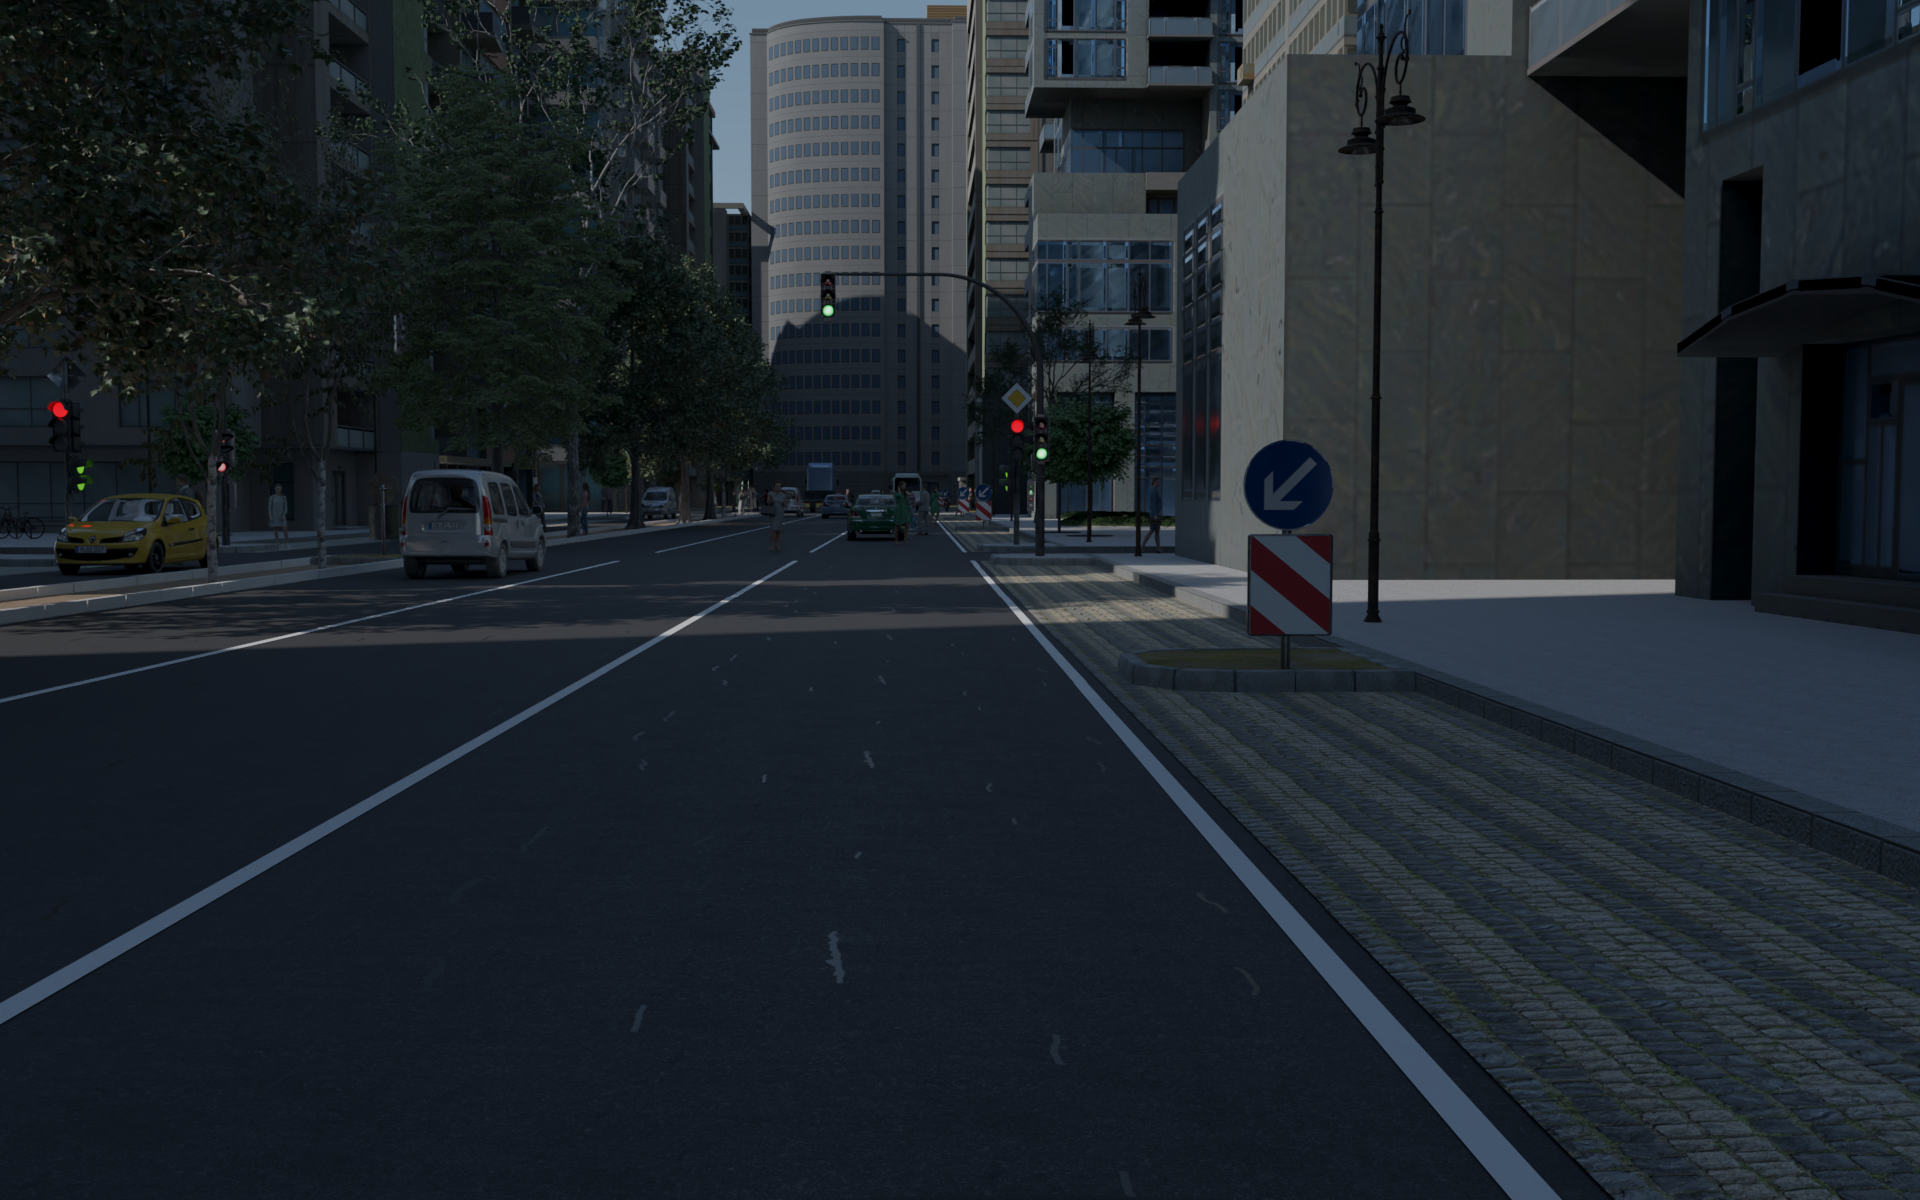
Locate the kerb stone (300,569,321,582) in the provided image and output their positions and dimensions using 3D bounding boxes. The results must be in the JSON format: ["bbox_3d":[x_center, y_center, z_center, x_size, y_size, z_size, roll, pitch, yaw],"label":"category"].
[{"bbox_3d":[-10.859,-0.397,28.684,0.120,0.150,1.000,0,4,-2],"label":"kerb stone"}]

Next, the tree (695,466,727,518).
[{"bbox_3d":[-13.541,-8.924,98.722,4.360,8.622,3.978,0,3,0],"label":"tree"}]

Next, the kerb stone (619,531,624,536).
[{"bbox_3d":[-11.662,-2.245,58.906,0.120,0.150,1.000,0,4,-2],"label":"kerb stone"}]

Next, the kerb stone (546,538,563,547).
[{"bbox_3d":[-11.384,-1.617,48.658,0.120,0.150,1.000,0,4,-2],"label":"kerb stone"}]

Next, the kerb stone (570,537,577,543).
[{"bbox_3d":[-11.442,-1.737,50.706,0.120,0.150,1.000,0,4,-2],"label":"kerb stone"}]

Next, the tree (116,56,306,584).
[{"bbox_3d":[-11.766,-4.549,27.203,4.360,8.622,3.978,0,3,0],"label":"tree"}]

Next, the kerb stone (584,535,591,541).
[{"bbox_3d":[-11.482,-1.869,52.760,0.120,0.150,1.000,0,4,-2],"label":"kerb stone"}]

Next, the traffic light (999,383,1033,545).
[{"bbox_3d":[1.413,-3.353,43.749,0.839,4.253,0.868,0,4,-2],"label":"traffic light"}]

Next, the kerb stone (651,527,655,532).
[{"bbox_3d":[-11.857,-2.681,66.087,0.120,0.150,1.000,0,4,-2],"label":"kerb stone"}]

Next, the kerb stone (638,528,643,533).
[{"bbox_3d":[-11.778,-2.492,63.005,0.120,0.150,1.000,0,4,-2],"label":"kerb stone"}]

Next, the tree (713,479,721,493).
[{"bbox_3d":[-24.662,-10.826,171.608,1.663,3.219,1.824,0,3,0],"label":"tree"}]

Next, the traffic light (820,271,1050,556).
[{"bbox_3d":[-0.461,-3.725,35.569,4.771,5.953,1.251,0,4,-2],"label":"traffic light"}]

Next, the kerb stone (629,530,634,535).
[{"bbox_3d":[-11.715,-2.370,60.949,0.120,0.150,1.000,0,4,-2],"label":"kerb stone"}]

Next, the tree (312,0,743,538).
[{"bbox_3d":[-13.775,-12.116,56.435,12.611,20.169,13.585,0,3,0],"label":"tree"}]

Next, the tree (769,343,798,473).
[{"bbox_3d":[-12.902,-9.882,81.037,9.611,12.733,9.660,0,3,0],"label":"tree"}]

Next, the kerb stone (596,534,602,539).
[{"bbox_3d":[-11.555,-1.992,54.807,0.120,0.150,1.000,0,4,-2],"label":"kerb stone"}]

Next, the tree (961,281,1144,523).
[{"bbox_3d":[3.608,-8.664,76.072,8.767,10.594,7.601,-3,5,-42],"label":"tree"}]

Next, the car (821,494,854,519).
[{"bbox_3d":[-7.217,-5.519,102.233,2.014,1.417,4.499,0,4,0],"label":"car"}]

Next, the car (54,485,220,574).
[{"bbox_3d":[-15.336,-1.352,32.329,2.015,1.641,3.980,0,4,-2],"label":"car"}]

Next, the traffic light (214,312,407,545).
[{"bbox_3d":[-16.252,-4.197,43.294,4.771,5.953,1.251,0,4,-2],"label":"traffic light"}]

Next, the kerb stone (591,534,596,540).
[{"bbox_3d":[-11.525,-1.929,53.782,0.120,0.150,1.000,0,4,-2],"label":"kerb stone"}]

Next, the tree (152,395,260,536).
[{"bbox_3d":[-23.181,-4.250,53.207,4.285,4.588,4.351,0,3,0],"label":"tree"}]

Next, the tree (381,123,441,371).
[{"bbox_3d":[-11.688,-4.822,31.658,4.360,8.622,3.978,0,3,0],"label":"tree"}]

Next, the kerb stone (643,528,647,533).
[{"bbox_3d":[-11.800,-2.559,64.035,0.120,0.150,1.000,0,4,-2],"label":"kerb stone"}]

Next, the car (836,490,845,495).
[{"bbox_3d":[-13.336,-10.800,185.257,2.281,1.827,5.304,0,4,-3],"label":"car"}]

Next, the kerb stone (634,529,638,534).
[{"bbox_3d":[-11.739,-2.433,61.971,0.120,0.150,1.000,0,4,-2],"label":"kerb stone"}]

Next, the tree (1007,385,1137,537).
[{"bbox_3d":[3.919,-4.206,52.483,4.285,4.588,4.351,0,3,0],"label":"tree"}]

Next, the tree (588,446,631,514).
[{"bbox_3d":[-22.398,-7.798,111.204,4.285,4.588,4.351,0,3,0],"label":"tree"}]

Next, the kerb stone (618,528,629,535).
[{"bbox_3d":[-11.692,-2.308,59.927,0.120,0.150,1.000,0,4,-2],"label":"kerb stone"}]

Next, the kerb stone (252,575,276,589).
[{"bbox_3d":[-10.798,-0.272,26.635,0.120,0.150,1.000,0,4,-2],"label":"kerb stone"}]

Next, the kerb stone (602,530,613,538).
[{"bbox_3d":[-11.614,-2.120,56.857,0.120,0.150,1.000,0,4,-2],"label":"kerb stone"}]

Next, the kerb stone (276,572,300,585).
[{"bbox_3d":[-10.822,-0.333,27.657,0.120,0.150,1.000,0,4,-2],"label":"kerb stone"}]

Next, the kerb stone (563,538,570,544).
[{"bbox_3d":[-11.415,-1.681,49.683,0.120,0.150,1.000,0,4,-2],"label":"kerb stone"}]

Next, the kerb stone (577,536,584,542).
[{"bbox_3d":[-11.476,-1.801,51.731,0.120,0.150,1.000,0,4,-2],"label":"kerb stone"}]

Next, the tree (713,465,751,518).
[{"bbox_3d":[-14.108,-9.224,103.639,4.737,8.622,4.395,0,3,0],"label":"tree"}]

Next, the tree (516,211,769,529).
[{"bbox_3d":[-13.116,-9.197,69.837,9.611,12.733,9.660,0,3,0],"label":"tree"}]

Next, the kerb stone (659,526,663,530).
[{"bbox_3d":[-11.914,-2.808,68.137,0.120,0.150,1.000,0,4,-2],"label":"kerb stone"}]

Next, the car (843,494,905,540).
[{"bbox_3d":[-2.649,-2.641,54.978,2.131,1.459,4.920,0,4,-3],"label":"car"}]

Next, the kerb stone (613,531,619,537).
[{"bbox_3d":[-11.632,-2.177,57.880,0.120,0.150,1.000,0,4,-2],"label":"kerb stone"}]

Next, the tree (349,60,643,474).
[{"bbox_3d":[-12.353,-7.665,45.914,7.486,12.596,7.792,0,3,0],"label":"tree"}]

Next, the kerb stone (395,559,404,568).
[{"bbox_3d":[-10.988,-0.710,33.807,0.120,0.150,1.000,0,4,-2],"label":"kerb stone"}]

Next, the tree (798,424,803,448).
[{"bbox_3d":[-13.250,-10.524,91.530,9.611,12.733,9.660,0,3,0],"label":"tree"}]

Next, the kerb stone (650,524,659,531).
[{"bbox_3d":[-11.889,-2.747,67.115,0.120,0.150,1.000,0,4,-2],"label":"kerb stone"}]

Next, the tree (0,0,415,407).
[{"bbox_3d":[-11.715,-6.135,19.780,9.611,12.733,9.660,0,3,0],"label":"tree"}]

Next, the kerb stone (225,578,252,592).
[{"bbox_3d":[-10.767,-0.205,25.614,0.120,0.150,1.000,0,4,-2],"label":"kerb stone"}]

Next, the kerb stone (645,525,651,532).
[{"bbox_3d":[-11.834,-2.622,65.064,0.120,0.150,1.000,0,4,-2],"label":"kerb stone"}]

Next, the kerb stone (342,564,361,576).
[{"bbox_3d":[-10.900,-0.522,30.735,0.120,0.150,1.000,0,4,-2],"label":"kerb stone"}]

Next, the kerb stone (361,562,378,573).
[{"bbox_3d":[-10.931,-0.583,31.759,0.120,0.150,1.000,0,4,-2],"label":"kerb stone"}]

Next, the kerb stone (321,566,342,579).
[{"bbox_3d":[-10.875,-0.460,29.711,0.120,0.150,1.000,0,4,-2],"label":"kerb stone"}]

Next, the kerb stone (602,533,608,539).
[{"bbox_3d":[-11.581,-2.049,55.829,0.120,0.150,1.000,0,4,-2],"label":"kerb stone"}]

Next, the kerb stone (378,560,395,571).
[{"bbox_3d":[-10.957,-0.646,32.782,0.120,0.150,1.000,0,4,-2],"label":"kerb stone"}]

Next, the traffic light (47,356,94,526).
[{"bbox_3d":[-18.126,-2.832,35.221,0.839,4.253,0.868,0,4,-2],"label":"traffic light"}]
